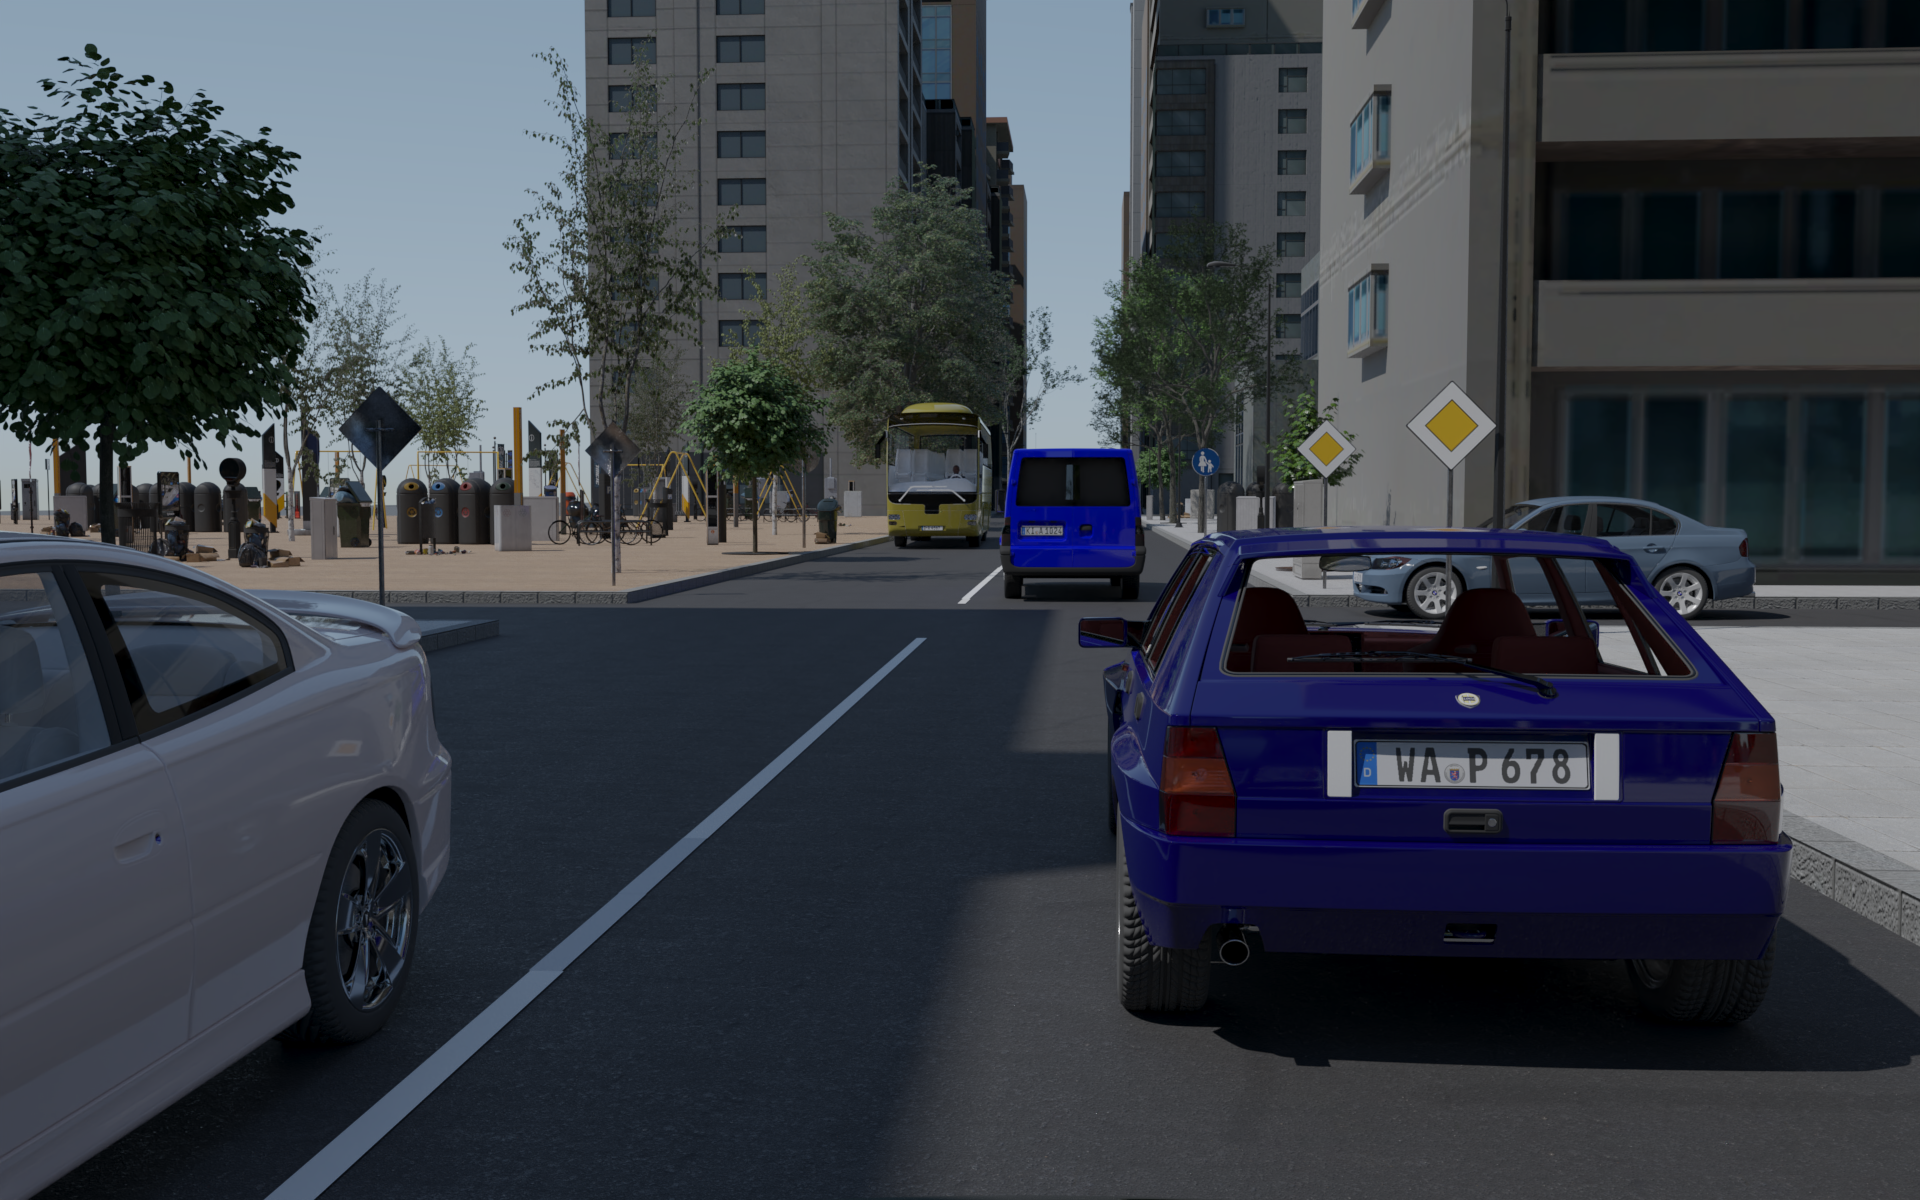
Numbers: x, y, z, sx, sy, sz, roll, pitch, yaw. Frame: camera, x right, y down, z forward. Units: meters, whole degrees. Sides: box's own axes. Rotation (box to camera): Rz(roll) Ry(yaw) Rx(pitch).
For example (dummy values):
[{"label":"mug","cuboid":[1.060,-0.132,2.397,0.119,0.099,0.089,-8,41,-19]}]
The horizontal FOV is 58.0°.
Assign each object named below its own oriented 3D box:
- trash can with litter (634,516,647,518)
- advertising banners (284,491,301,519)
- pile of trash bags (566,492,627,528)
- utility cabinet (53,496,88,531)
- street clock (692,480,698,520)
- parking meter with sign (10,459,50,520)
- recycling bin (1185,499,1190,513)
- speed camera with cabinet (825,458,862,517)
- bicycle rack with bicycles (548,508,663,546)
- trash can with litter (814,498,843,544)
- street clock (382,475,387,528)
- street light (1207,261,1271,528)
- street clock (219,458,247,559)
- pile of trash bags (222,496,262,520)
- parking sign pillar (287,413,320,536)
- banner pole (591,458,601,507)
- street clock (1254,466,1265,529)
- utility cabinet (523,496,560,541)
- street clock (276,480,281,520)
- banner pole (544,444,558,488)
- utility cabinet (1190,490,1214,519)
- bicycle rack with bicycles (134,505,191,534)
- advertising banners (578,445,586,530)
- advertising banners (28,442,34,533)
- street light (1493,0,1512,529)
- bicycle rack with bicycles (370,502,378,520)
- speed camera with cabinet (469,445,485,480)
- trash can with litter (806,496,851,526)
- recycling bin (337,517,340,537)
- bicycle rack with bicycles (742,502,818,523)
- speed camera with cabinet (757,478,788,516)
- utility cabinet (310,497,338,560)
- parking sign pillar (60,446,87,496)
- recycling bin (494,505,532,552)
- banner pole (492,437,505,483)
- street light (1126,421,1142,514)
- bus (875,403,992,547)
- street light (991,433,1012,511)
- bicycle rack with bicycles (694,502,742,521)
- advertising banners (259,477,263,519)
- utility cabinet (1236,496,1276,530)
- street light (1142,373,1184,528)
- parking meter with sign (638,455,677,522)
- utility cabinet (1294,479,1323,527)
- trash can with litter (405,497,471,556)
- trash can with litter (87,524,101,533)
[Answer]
[{"label":"trash can with litter","cuboid":[-16.624,-5.097,94.400,2.233,1.210,1.678,0,4,5]},{"label":"advertising banners","cuboid":[-34.324,-5.714,89.611,2.074,3.025,0.090,3,4,36]},{"label":"pile of trash bags","cuboid":[-14.413,-3.508,67.112,1.912,1.369,3.447,-3,5,-44]},{"label":"utility cabinet","cuboid":[-30.671,-2.970,59.715,1.020,1.237,0.306,-1,4,-23]},{"label":"street clock","cuboid":[-13.306,-5.043,87.028,0.358,2.002,0.471,-1,4,-13]},{"label":"parking meter with sign","cuboid":[-45.808,-5.446,85.298,1.738,3.016,0.543,-1,4,-14]},{"label":"recycling bin","cuboid":[12.721,-4.999,94.286,0.722,1.027,0.722,2,4,30]},{"label":"speed camera with cabinet","cuboid":[-6.448,-6.201,95.717,2.038,3.252,0.660,0,4,-5]},{"label":"bicycle rack with bicycles","cuboid":[-8.941,-1.864,43.861,2.925,0.926,2.852,-1,4,-13]},{"label":"trash can with litter","cuboid":[-3.406,-2.031,44.589,0.624,1.170,1.055,0,4,8]},{"label":"street clock","cuboid":[-21.873,-3.730,65.561,0.358,2.002,0.471,0,3,0]},{"label":"street light","cuboid":[5.630,-3.803,34.714,1.470,5.913,1.316,0,4,4]},{"label":"street clock","cuboid":[-14.467,-1.831,34.502,0.471,2.002,0.358,1,4,12]},{"label":"pile of trash bags","cuboid":[-36.563,-4.676,86.198,3.447,1.369,1.912,-2,4,-29]},{"label":"parking sign pillar","cuboid":[-20.216,-4.003,53.915,1.447,3.967,1.447,-1,4,-16]},{"label":"banner pole","cuboid":[-18.660,-6.032,88.634,0.863,3.779,0.401,2,4,33]},{"label":"street clock","cuboid":[7.670,-2.419,44.117,0.358,2.002,0.471,0,4,8]},{"label":"utility cabinet","cuboid":[-11.480,-2.210,47.298,1.020,1.237,0.306,0,4,1]},{"label":"street clock","cuboid":[-34.474,-5.061,87.310,0.471,2.002,0.358,-2,4,-35]},{"label":"banner pole","cuboid":[-20.463,-5.901,86.492,0.863,3.779,0.401,-1,4,-22]},{"label":"utility cabinet","cuboid":[12.345,-4.866,88.236,1.173,1.500,0.318,2,4,24]},{"label":"bicycle rack with bicycles","cuboid":[-26.075,-2.599,55.877,2.852,0.926,2.925,-1,4,-8]},{"label":"advertising banners","cuboid":[-12.929,-3.848,59.100,0.090,3.025,2.074,0,4,-7]},{"label":"advertising banners","cuboid":[-21.514,-2.685,40.094,0.090,3.025,2.074,-2,4,-28]},{"label":"street light","cuboid":[4.273,-2.621,15.396,1.470,5.913,1.316,0,4,4]},{"label":"bicycle rack with bicycles","cuboid":[-30.592,-4.528,87.407,2.852,0.926,2.925,-1,4,-21]},{"label":"speed camera with cabinet","cuboid":[-19.588,-4.643,70.246,0.660,3.252,2.038,-1,4,-13]},{"label":"trash can with litter","cuboid":[-5.101,-3.574,69.499,1.678,1.210,2.233,-2,4,-25]},{"label":"recycling bin","cuboid":[-18.227,-2.397,51.745,0.722,1.027,0.722,-1,4,-19]},{"label":"bicycle rack with bicycles","cuboid":[-7.763,-4.004,78.843,2.925,0.926,2.852,2,4,28]},{"label":"speed camera with cabinet","cuboid":[-10.875,-6.439,99.609,2.038,3.252,0.660,-2,4,-31]},{"label":"utility cabinet","cuboid":[-12.578,-1.414,34.278,0.306,1.237,1.020,0,4,-7]},{"label":"parking sign pillar","cuboid":[-43.319,-5.870,84.443,1.447,3.967,1.447,3,4,38]},{"label":"recycling bin","cuboid":[-10.076,-1.620,39.036,0.722,1.027,0.722,-2,4,-24]},{"label":"banner pole","cuboid":[-20.138,-5.238,75.651,0.401,3.779,0.863,2,4,25]},{"label":"street light","cuboid":[10.231,-7.693,98.328,1.470,5.913,1.316,0,4,4]},{"label":"bus","cuboid":[-0.477,-3.595,50.329,2.896,3.916,12.252,0,4,2]},{"label":"street light","cuboid":[3.030,-9.704,131.198,1.470,5.913,1.316,0,4,4]},{"label":"bicycle rack with bicycles","cuboid":[-10.816,-4.195,81.972,2.925,0.926,2.852,1,4,13]},{"label":"advertising banners","cuboid":[-33.707,-5.306,82.935,0.090,3.025,2.074,1,4,23]},{"label":"utility cabinet","cuboid":[8.003,-2.184,46.875,1.020,1.237,0.306,2,4,24]},{"label":"street light","cuboid":[7.858,-5.733,66.272,1.470,5.913,1.316,0,4,4]},{"label":"parking meter with sign","cuboid":[-13.654,-5.014,78.233,1.738,3.016,0.543,-1,4,-10]},{"label":"utility cabinet","cuboid":[5.286,-1.084,26.406,0.318,1.500,1.173,0,4,4]},{"label":"trash can with litter","cuboid":[-11.125,-1.600,37.211,1.678,1.210,2.233,1,4,16]},{"label":"trash can with litter","cuboid":[-28.492,-2.828,57.618,1.055,1.170,0.624,0,4,-5]}]
